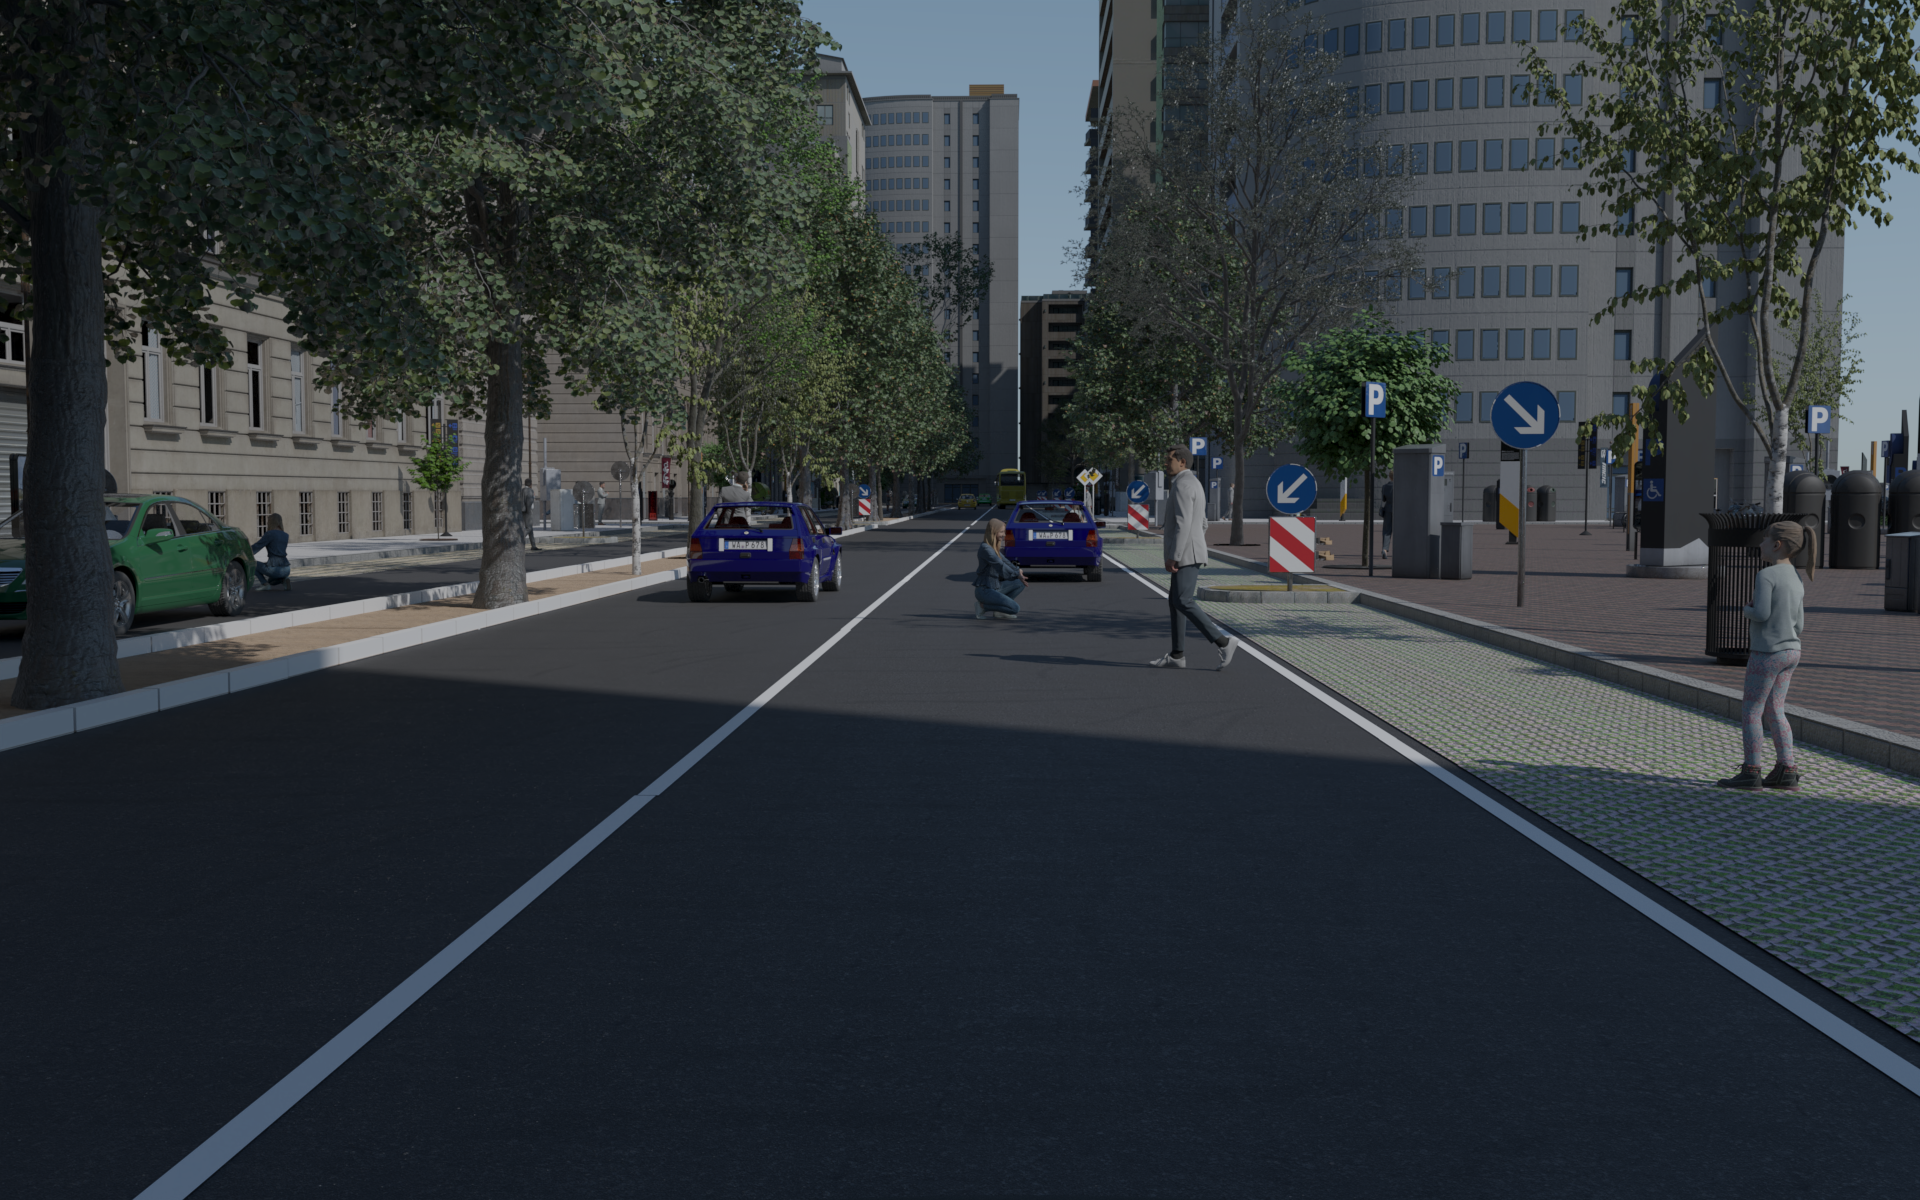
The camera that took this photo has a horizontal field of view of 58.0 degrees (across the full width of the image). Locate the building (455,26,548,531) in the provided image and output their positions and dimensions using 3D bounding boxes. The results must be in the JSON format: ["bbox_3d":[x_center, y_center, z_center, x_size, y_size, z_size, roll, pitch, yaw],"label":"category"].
[{"bbox_3d":[-26.280,-14.411,64.495,19.941,23.489,11.050,0,4,2],"label":"building"}]

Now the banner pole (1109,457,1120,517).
[{"bbox_3d":[8.764,-6.587,97.710,0.401,3.779,0.863,-2,4,-33],"label":"banner pole"}]

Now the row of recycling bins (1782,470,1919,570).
[{"bbox_3d":[15.821,-1.375,29.600,3.534,1.692,1.069,1,4,15],"label":"row of recycling bins"}]

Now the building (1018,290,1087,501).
[{"bbox_3d":[15.505,-29.171,248.643,14.107,30.474,14.160,0,4,2],"label":"building"}]

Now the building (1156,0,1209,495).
[{"bbox_3d":[19.693,-26.284,113.332,14.154,41.232,14.086,0,4,2],"label":"building"}]

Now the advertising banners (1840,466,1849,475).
[{"bbox_3d":[55.949,-6.833,107.913,2.074,3.025,0.090,2,4,27],"label":"advertising banners"}]

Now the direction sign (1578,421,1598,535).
[{"bbox_3d":[19.504,-3.785,53.881,0.379,3.537,0.876,-1,4,-18],"label":"direction sign"}]

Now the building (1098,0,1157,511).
[{"bbox_3d":[22.267,-31.507,138.841,21.300,48.544,21.600,0,4,2],"label":"building"}]

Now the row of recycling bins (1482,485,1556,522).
[{"bbox_3d":[25.820,-4.461,80.043,3.534,1.692,1.069,-1,4,-12],"label":"row of recycling bins"}]

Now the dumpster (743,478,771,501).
[{"bbox_3d":[-12.109,-6.135,102.803,1.502,2.255,1.985,0,4,2],"label":"dumpster"}]

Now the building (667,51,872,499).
[{"bbox_3d":[-25.777,-38.289,215.258,27.495,52.752,28.713,0,4,2],"label":"building"}]

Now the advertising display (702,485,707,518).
[{"bbox_3d":[-13.074,-5.070,88.110,0.123,1.923,0.974,1,4,8],"label":"advertising display"}]

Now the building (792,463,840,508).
[{"bbox_3d":[-26.860,-19.975,171.630,27.650,21.520,28.899,0,4,2],"label":"building"}]

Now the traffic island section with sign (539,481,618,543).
[{"bbox_3d":[-11.195,-2.600,51.143,1.989,1.847,2.006,0,4,2],"label":"traffic island section with sign"}]

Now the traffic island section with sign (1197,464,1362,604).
[{"bbox_3d":[4.256,-0.907,23.452,1.989,1.847,2.006,0,4,2],"label":"traffic island section with sign"}]

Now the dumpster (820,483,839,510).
[{"bbox_3d":[-10.968,-8.683,144.454,1.502,2.255,1.985,0,4,1],"label":"dumpster"}]

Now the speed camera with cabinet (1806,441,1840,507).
[{"bbox_3d":[31.425,-4.272,64.180,2.038,3.252,0.660,1,4,12],"label":"speed camera with cabinet"}]

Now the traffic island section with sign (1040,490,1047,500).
[{"bbox_3d":[7.359,-7.642,133.569,1.989,1.847,2.006,0,4,2],"label":"traffic island section with sign"}]

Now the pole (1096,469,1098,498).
[{"bbox_3d":[9.543,-7.760,120.712,0.158,3.312,0.155,0,3,0],"label":"pole"}]

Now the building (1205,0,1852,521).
[{"bbox_3d":[28.425,-33.661,92.358,28.212,58.520,21.231,0,4,2],"label":"building"}]

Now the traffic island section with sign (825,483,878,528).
[{"bbox_3d":[-4.640,-3.991,73.387,2.006,1.907,1.989,0,4,2],"label":"traffic island section with sign"}]

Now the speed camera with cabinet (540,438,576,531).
[{"bbox_3d":[-14.076,-4.050,60.553,0.660,3.252,2.038,-2,4,-33],"label":"speed camera with cabinet"}]

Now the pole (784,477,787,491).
[{"bbox_3d":[-13.009,-8.273,129.100,0.158,3.312,0.155,0,3,0],"label":"pole"}]

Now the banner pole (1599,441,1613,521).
[{"bbox_3d":[30.595,-5.625,81.989,0.863,3.779,0.401,-2,4,-24],"label":"banner pole"}]

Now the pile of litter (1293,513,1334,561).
[{"bbox_3d":[6.753,-1.236,34.181,1.176,0.858,1.719,0,3,0],"label":"pile of litter"}]

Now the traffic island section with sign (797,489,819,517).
[{"bbox_3d":[-9.649,-5.949,105.896,1.989,1.847,2.006,0,4,2],"label":"traffic island section with sign"}]

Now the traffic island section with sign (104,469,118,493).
[{"bbox_3d":[-11.969,-0.902,23.382,1.989,1.847,2.006,0,4,2],"label":"traffic island section with sign"}]

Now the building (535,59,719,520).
[{"bbox_3d":[-21.157,-18.330,96.954,12.463,27.353,25.104,0,4,2],"label":"building"}]

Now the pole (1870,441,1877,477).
[{"bbox_3d":[35.162,-4.457,66.723,0.158,3.312,0.155,0,3,0],"label":"pole"}]

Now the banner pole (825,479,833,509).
[{"bbox_3d":[-11.100,-9.543,146.040,0.863,3.779,0.401,-1,4,-9],"label":"banner pole"}]

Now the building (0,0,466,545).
[{"bbox_3d":[-24.601,-12.900,44.197,16.112,22.955,30.059,0,4,2],"label":"building"}]

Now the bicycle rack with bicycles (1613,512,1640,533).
[{"bbox_3d":[25.356,-3.040,63.087,2.925,0.926,2.852,-1,4,-18],"label":"bicycle rack with bicycles"}]

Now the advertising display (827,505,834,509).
[{"bbox_3d":[-11.515,-8.999,152.342,0.974,1.923,0.123,1,4,14],"label":"advertising display"}]

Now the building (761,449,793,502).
[{"bbox_3d":[-20.709,-18.138,138.356,13.314,21.916,24.055,0,4,2],"label":"building"}]

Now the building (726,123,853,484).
[{"bbox_3d":[-19.568,-31.113,192.284,14.154,41.232,14.086,0,4,2],"label":"building"}]

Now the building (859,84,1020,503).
[{"bbox_3d":[-5.548,-43.459,252.551,28.212,58.520,21.231,0,4,2],"label":"building"}]

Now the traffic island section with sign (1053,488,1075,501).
[{"bbox_3d":[6.590,-5.972,106.263,1.989,1.847,2.006,0,4,2],"label":"traffic island section with sign"}]

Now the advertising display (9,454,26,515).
[{"bbox_3d":[-15.082,-1.393,27.992,0.123,1.923,0.974,0,4,-8],"label":"advertising display"}]

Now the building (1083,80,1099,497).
[{"bbox_3d":[24.285,-32.247,181.854,22.147,44.769,28.867,0,4,2],"label":"building"}]

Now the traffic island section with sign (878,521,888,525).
[{"bbox_3d":[-4.421,-4.444,80.791,2.006,1.907,1.989,0,4,2],"label":"traffic island section with sign"}]

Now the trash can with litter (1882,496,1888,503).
[{"bbox_3d":[55.338,-5.604,103.013,0.624,1.170,1.055,-2,4,-23],"label":"trash can with litter"}]

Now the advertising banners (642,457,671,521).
[{"bbox_3d":[-14.733,-5.303,82.888,2.074,3.025,0.090,1,4,18],"label":"advertising banners"}]

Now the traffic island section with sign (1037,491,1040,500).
[{"bbox_3d":[8.739,-10.638,182.556,1.989,1.847,2.006,0,4,2],"label":"traffic island section with sign"}]

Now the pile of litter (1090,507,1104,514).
[{"bbox_3d":[8.876,-6.045,112.806,1.176,0.858,1.719,-1,4,-8],"label":"pile of litter"}]

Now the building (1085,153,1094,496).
[{"bbox_3d":[26.841,-36.255,212.384,23.786,49.044,30.456,0,4,2],"label":"building"}]

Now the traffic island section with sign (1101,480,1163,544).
[{"bbox_3d":[5.019,-2.556,50.423,1.989,1.847,2.006,0,4,2],"label":"traffic island section with sign"}]

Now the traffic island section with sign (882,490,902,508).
[{"bbox_3d":[-7.443,-10.731,184.071,1.989,1.847,2.006,0,4,2],"label":"traffic island section with sign"}]

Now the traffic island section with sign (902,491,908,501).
[{"bbox_3d":[-6.674,-12.403,211.418,1.989,1.847,2.006,0,4,2],"label":"traffic island section with sign"}]

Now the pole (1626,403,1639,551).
[{"bbox_3d":[15.105,-2.755,38.895,0.158,3.312,0.155,0,3,0],"label":"pole"}]

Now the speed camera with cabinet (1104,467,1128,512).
[{"bbox_3d":[11.571,-8.149,127.574,2.038,3.252,0.660,-2,4,-31],"label":"speed camera with cabinet"}]

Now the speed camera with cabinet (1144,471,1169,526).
[{"bbox_3d":[8.165,-4.637,70.147,0.660,3.252,2.038,2,4,33],"label":"speed camera with cabinet"}]

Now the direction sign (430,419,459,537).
[{"bbox_3d":[-15.559,-3.691,52.349,0.876,3.537,0.379,-3,5,-42],"label":"direction sign"}]

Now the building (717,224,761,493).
[{"bbox_3d":[-20.802,-17.604,117.504,12.332,23.373,15.834,0,4,2],"label":"building"}]

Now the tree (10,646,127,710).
[{"bbox_3d":[-6.058,-6.258,11.425,9.857,13.997,8.962,0,3,0],"label":"tree"}]

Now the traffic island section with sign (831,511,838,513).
[{"bbox_3d":[-8.872,-7.620,133.207,1.989,1.847,2.006,0,4,2],"label":"traffic island section with sign"}]

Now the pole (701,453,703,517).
[{"bbox_3d":[-12.750,-5.583,85.123,0.158,3.312,0.155,0,3,0],"label":"pole"}]

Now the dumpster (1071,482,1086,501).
[{"bbox_3d":[9.585,-8.439,140.471,1.502,2.255,1.985,0,4,2],"label":"dumpster"}]

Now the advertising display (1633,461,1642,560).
[{"bbox_3d":[13.573,-1.736,33.591,0.974,1.923,0.123,2,4,34],"label":"advertising display"}]

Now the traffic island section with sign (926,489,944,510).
[{"bbox_3d":[-2.311,-9.038,155.900,2.006,1.907,1.989,0,4,2],"label":"traffic island section with sign"}]
